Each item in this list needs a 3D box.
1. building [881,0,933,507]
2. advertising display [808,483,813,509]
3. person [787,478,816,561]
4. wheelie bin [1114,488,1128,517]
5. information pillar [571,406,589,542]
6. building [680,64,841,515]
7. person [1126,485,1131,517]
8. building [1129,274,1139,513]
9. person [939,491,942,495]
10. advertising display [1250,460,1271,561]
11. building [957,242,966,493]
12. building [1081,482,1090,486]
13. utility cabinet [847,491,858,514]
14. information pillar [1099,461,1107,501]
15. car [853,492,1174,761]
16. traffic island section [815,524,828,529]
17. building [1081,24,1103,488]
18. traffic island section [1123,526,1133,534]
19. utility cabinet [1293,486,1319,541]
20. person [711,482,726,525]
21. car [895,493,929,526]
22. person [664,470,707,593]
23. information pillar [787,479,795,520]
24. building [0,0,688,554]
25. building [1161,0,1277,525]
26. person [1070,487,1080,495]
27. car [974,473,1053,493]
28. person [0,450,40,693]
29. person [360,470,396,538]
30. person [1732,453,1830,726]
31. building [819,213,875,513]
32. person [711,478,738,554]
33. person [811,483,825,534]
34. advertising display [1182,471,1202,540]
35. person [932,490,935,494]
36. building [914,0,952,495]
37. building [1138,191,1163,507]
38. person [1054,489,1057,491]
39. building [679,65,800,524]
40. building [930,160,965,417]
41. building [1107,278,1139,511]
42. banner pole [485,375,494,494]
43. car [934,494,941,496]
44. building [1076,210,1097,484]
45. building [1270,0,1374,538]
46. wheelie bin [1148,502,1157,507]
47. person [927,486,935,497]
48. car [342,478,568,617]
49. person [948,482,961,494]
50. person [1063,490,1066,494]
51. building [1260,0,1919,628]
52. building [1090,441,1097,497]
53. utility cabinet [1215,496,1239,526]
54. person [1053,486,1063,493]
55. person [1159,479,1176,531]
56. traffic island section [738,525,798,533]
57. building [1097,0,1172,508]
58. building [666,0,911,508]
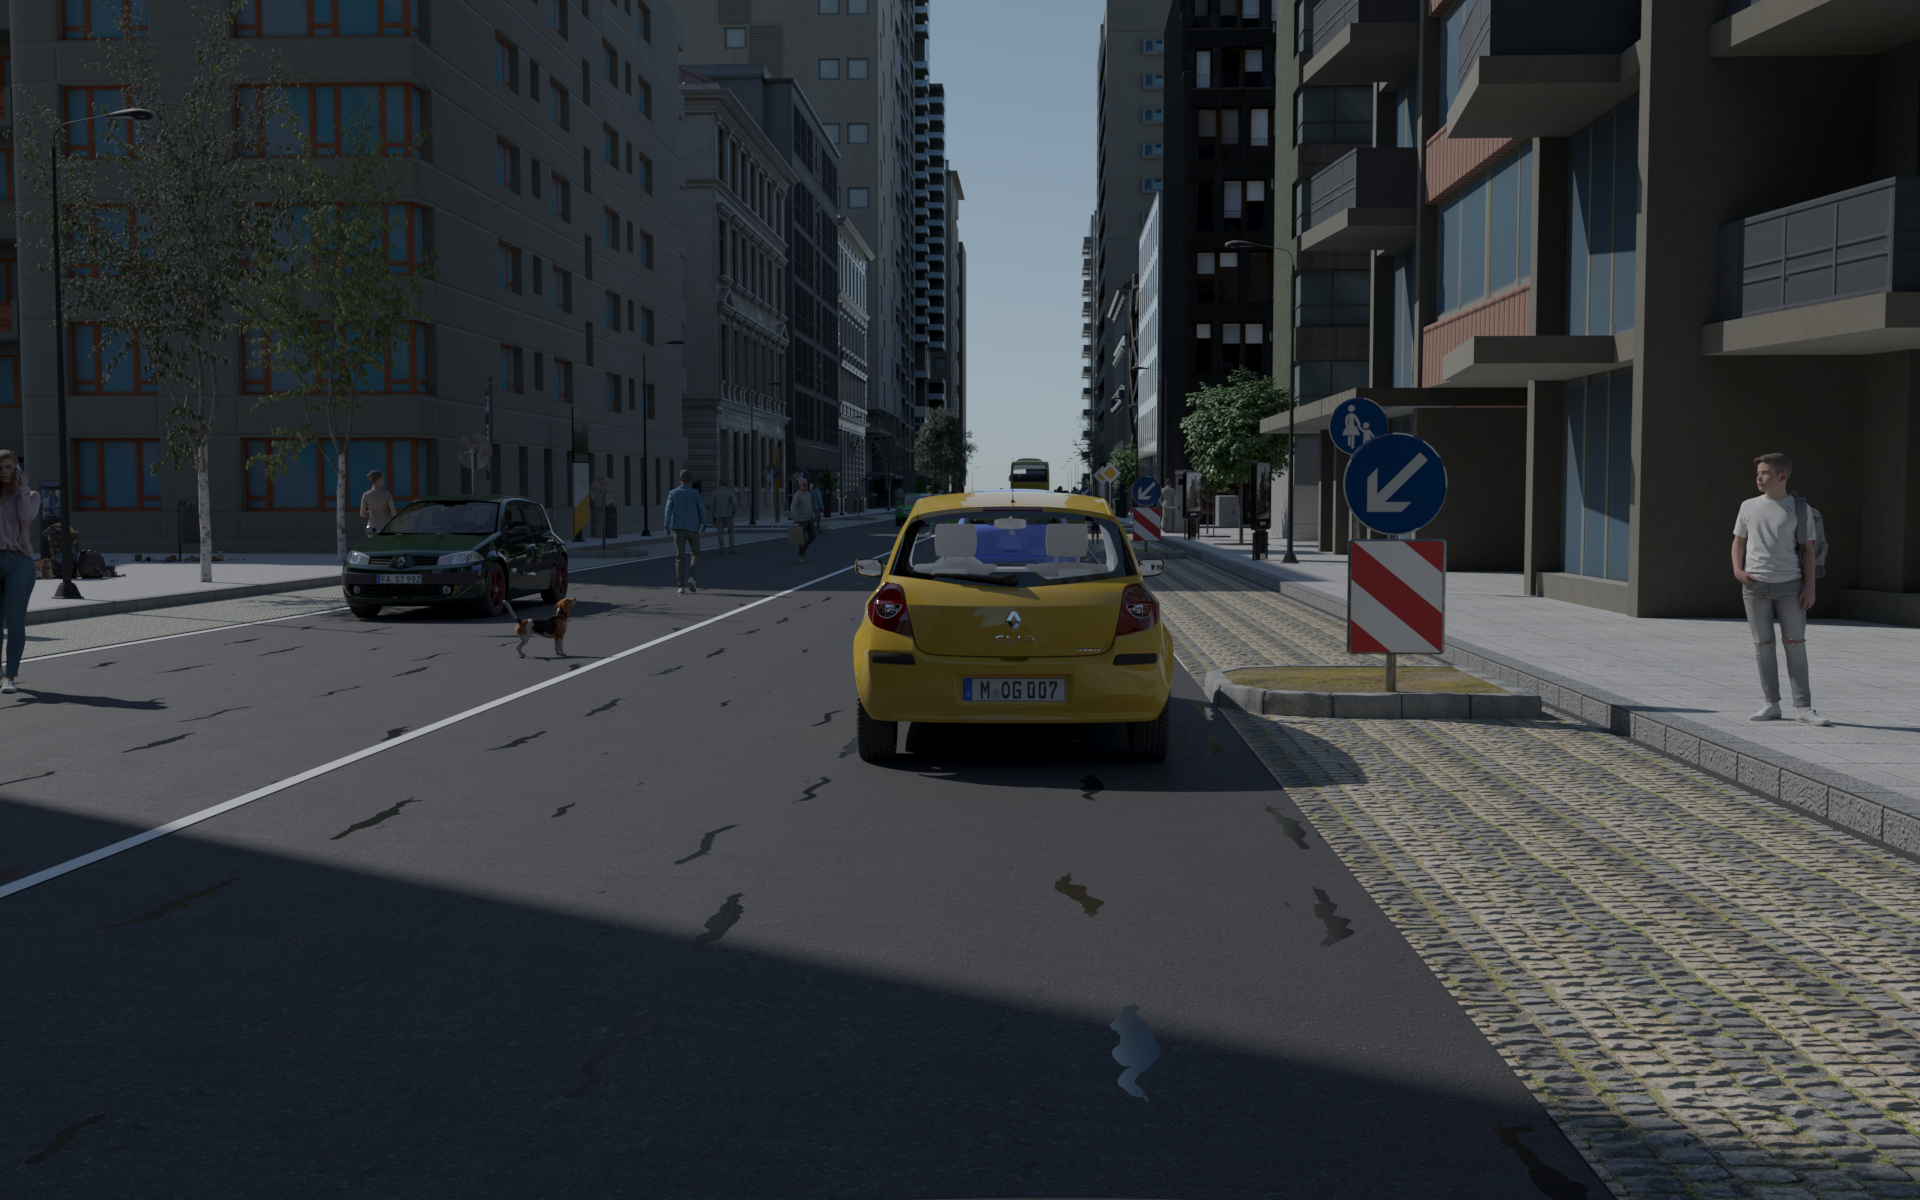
[{"bbox_3d":[-13.720,-46.879,204.719,20.563,71.187,20.611,0,4,3],"label":"building"},{"bbox_3d":[-8.623,-5.797,100.002,0.123,1.923,0.974,0,4,8],"label":"advertising display"},{"bbox_3d":[-3.419,-1.715,37.027,0.515,1.767,0.782,2,4,29],"label":"person"},{"bbox_3d":[9.067,-5.454,97.086,0.693,1.594,0.980,-2,4,-35],"label":"wheelie bin"},{"bbox_3d":[-10.197,-3.372,46.485,0.183,3.616,0.504,3,5,42],"label":"information pillar"},{"bbox_3d":[-15.717,-19.152,106.647,14.314,27.812,24.014,0,4,3],"label":"building"},{"bbox_3d":[9.035,-5.394,94.473,0.529,1.795,0.600,2,4,30],"label":"person"},{"bbox_3d":[19.887,-15.303,117.654,16.820,18.784,16.811,0,4,3],"label":"building"},{"bbox_3d":[-1.846,-8.756,152.385,0.721,1.736,1.217,-2,4,-27],"label":"person"},{"bbox_3d":[5.841,-1.739,33.647,0.123,1.923,0.974,2,4,26],"label":"advertising display"},{"bbox_3d":[-6.118,-39.590,297.398,14.600,45.320,14.200,0,4,3],"label":"building"},{"bbox_3d":[33.269,-33.632,241.765,32.217,40.220,23.993,0,4,3],"label":"building"},{"bbox_3d":[-6.854,-6.262,111.062,0.318,1.500,1.173,-2,4,-31],"label":"utility cabinet"},{"bbox_3d":[10.694,-8.425,129.103,0.504,3.616,0.183,-1,4,-21],"label":"information pillar"},{"bbox_3d":[0.312,-0.031,10.733,2.015,1.641,3.980,0,4,1],"label":"car"},{"bbox_3d":[-6.606,-3.047,72.094,2.009,0.180,2.903,0,4,3],"label":"traffic island section"},{"bbox_3d":[29.038,-50.462,263.308,20.563,71.187,20.611,0,4,3],"label":"building"},{"bbox_3d":[5.538,-2.522,63.514,2.009,0.180,2.903,0,4,3],"label":"traffic island section"},{"bbox_3d":[9.422,-2.299,46.270,1.173,1.500,0.318,0,4,7],"label":"utility cabinet"},{"bbox_3d":[-9.931,-4.006,71.644,0.767,1.812,0.694,0,4,5],"label":"person"},{"bbox_3d":[-1.896,-4.293,78.980,1.959,1.807,4.718,0,4,5],"label":"car"},{"bbox_3d":[-3.957,-0.988,24.998,0.601,1.785,0.444,0,4,-7],"label":"person"},{"bbox_3d":[-8.249,-4.910,84.776,0.304,2.012,0.304,1,4,17],"label":"information pillar"},{"bbox_3d":[-25.240,-12.592,50.920,28.899,21.520,27.650,0,4,3],"label":"building"},{"bbox_3d":[17.361,-15.131,77.075,15.834,23.373,12.332,0,4,3],"label":"building"},{"bbox_3d":[5.601,-4.651,84.713,0.661,1.801,0.590,2,4,24],"label":"person"},{"bbox_3d":[0.729,-0.848,23.452,1.945,1.707,3.694,0,4,2],"label":"car"},{"bbox_3d":[-7.007,-0.219,12.669,0.593,1.750,0.643,-1,4,-11],"label":"person"},{"bbox_3d":[-8.574,-1.033,25.734,0.599,1.781,0.374,-1,4,-11],"label":"person"},{"bbox_3d":[4.639,-0.069,9.760,0.503,1.515,0.523,0,4,6],"label":"person"},{"bbox_3d":[-12.746,-18.332,128.599,11.050,23.489,19.941,0,4,3],"label":"building"},{"bbox_3d":[-5.650,-2.015,41.538,0.635,1.810,0.391,-1,4,-9],"label":"person"},{"bbox_3d":[-5.192,-3.283,62.044,0.748,1.841,0.638,-1,4,-21],"label":"person"},{"bbox_3d":[6.539,-2.665,48.790,0.123,1.923,0.974,2,4,34],"label":"advertising display"},{"bbox_3d":[-3.143,-11.791,199.338,0.721,1.766,1.217,-2,4,-31],"label":"person"},{"bbox_3d":[-11.881,-57.070,245.773,22.319,86.520,31.000,0,4,3],"label":"building"},{"bbox_3d":[15.525,-14.712,95.291,10.420,20.320,16.860,0,4,3],"label":"building"},{"bbox_3d":[5.700,-5.729,103.005,0.563,1.720,0.643,-1,4,-10],"label":"person"},{"bbox_3d":[-14.890,-15.109,83.195,11.583,22.565,21.152,0,4,3],"label":"building"},{"bbox_3d":[-14.104,-42.012,276.136,28.713,52.752,27.495,0,4,3],"label":"building"},{"bbox_3d":[17.120,-16.596,135.972,10.561,19.102,19.286,0,4,3],"label":"building"},{"bbox_3d":[-9.987,-2.859,36.769,0.401,3.779,0.863,-2,4,-25],"label":"banner pole"},{"bbox_3d":[-1.860,-6.271,114.326,2.131,1.459,4.920,0,4,2],"label":"car"},{"bbox_3d":[31.535,-40.965,289.379,23.786,49.044,30.456,0,4,3],"label":"building"},{"bbox_3d":[16.715,-17.284,54.299,14.160,30.474,14.107,0,4,3],"label":"building"},{"bbox_3d":[8.532,-4.313,78.426,0.693,1.594,0.980,3,5,40],"label":"wheelie bin"},{"bbox_3d":[-0.964,-3.176,61.268,0.643,1.720,0.563,1,4,11],"label":"person"},{"bbox_3d":[-6.164,-0.714,21.460,2.009,1.686,4.222,0,4,4],"label":"car"},{"bbox_3d":[-0.151,-2.894,55.820,0.555,1.821,0.388,-1,4,-17],"label":"person"},{"bbox_3d":[9.995,-9.637,166.075,1.348,1.823,0.705,2,4,25],"label":"person"},{"bbox_3d":[17.009,-22.615,24.383,22.147,44.769,28.867,0,4,3],"label":"building"},{"bbox_3d":[27.096,-54.468,203.225,22.319,86.520,31.000,0,4,3],"label":"building"},{"bbox_3d":[10.893,-3.624,70.414,1.020,1.237,0.306,-2,4,-25],"label":"utility cabinet"},{"bbox_3d":[4.208,-4.086,75.578,0.793,1.790,0.793,-1,4,-12],"label":"person"},{"bbox_3d":[7.142,-3.256,59.557,0.678,1.792,0.850,1,4,22],"label":"person"},{"bbox_3d":[-6.989,-2.559,64.118,2.009,0.180,2.903,0,4,3],"label":"traffic island section"},{"bbox_3d":[24.036,-33.010,163.407,21.300,48.544,21.600,0,4,3],"label":"building"},{"bbox_3d":[-19.695,-34.957,160.787,28.713,52.752,27.495,0,4,3],"label":"building"}]
